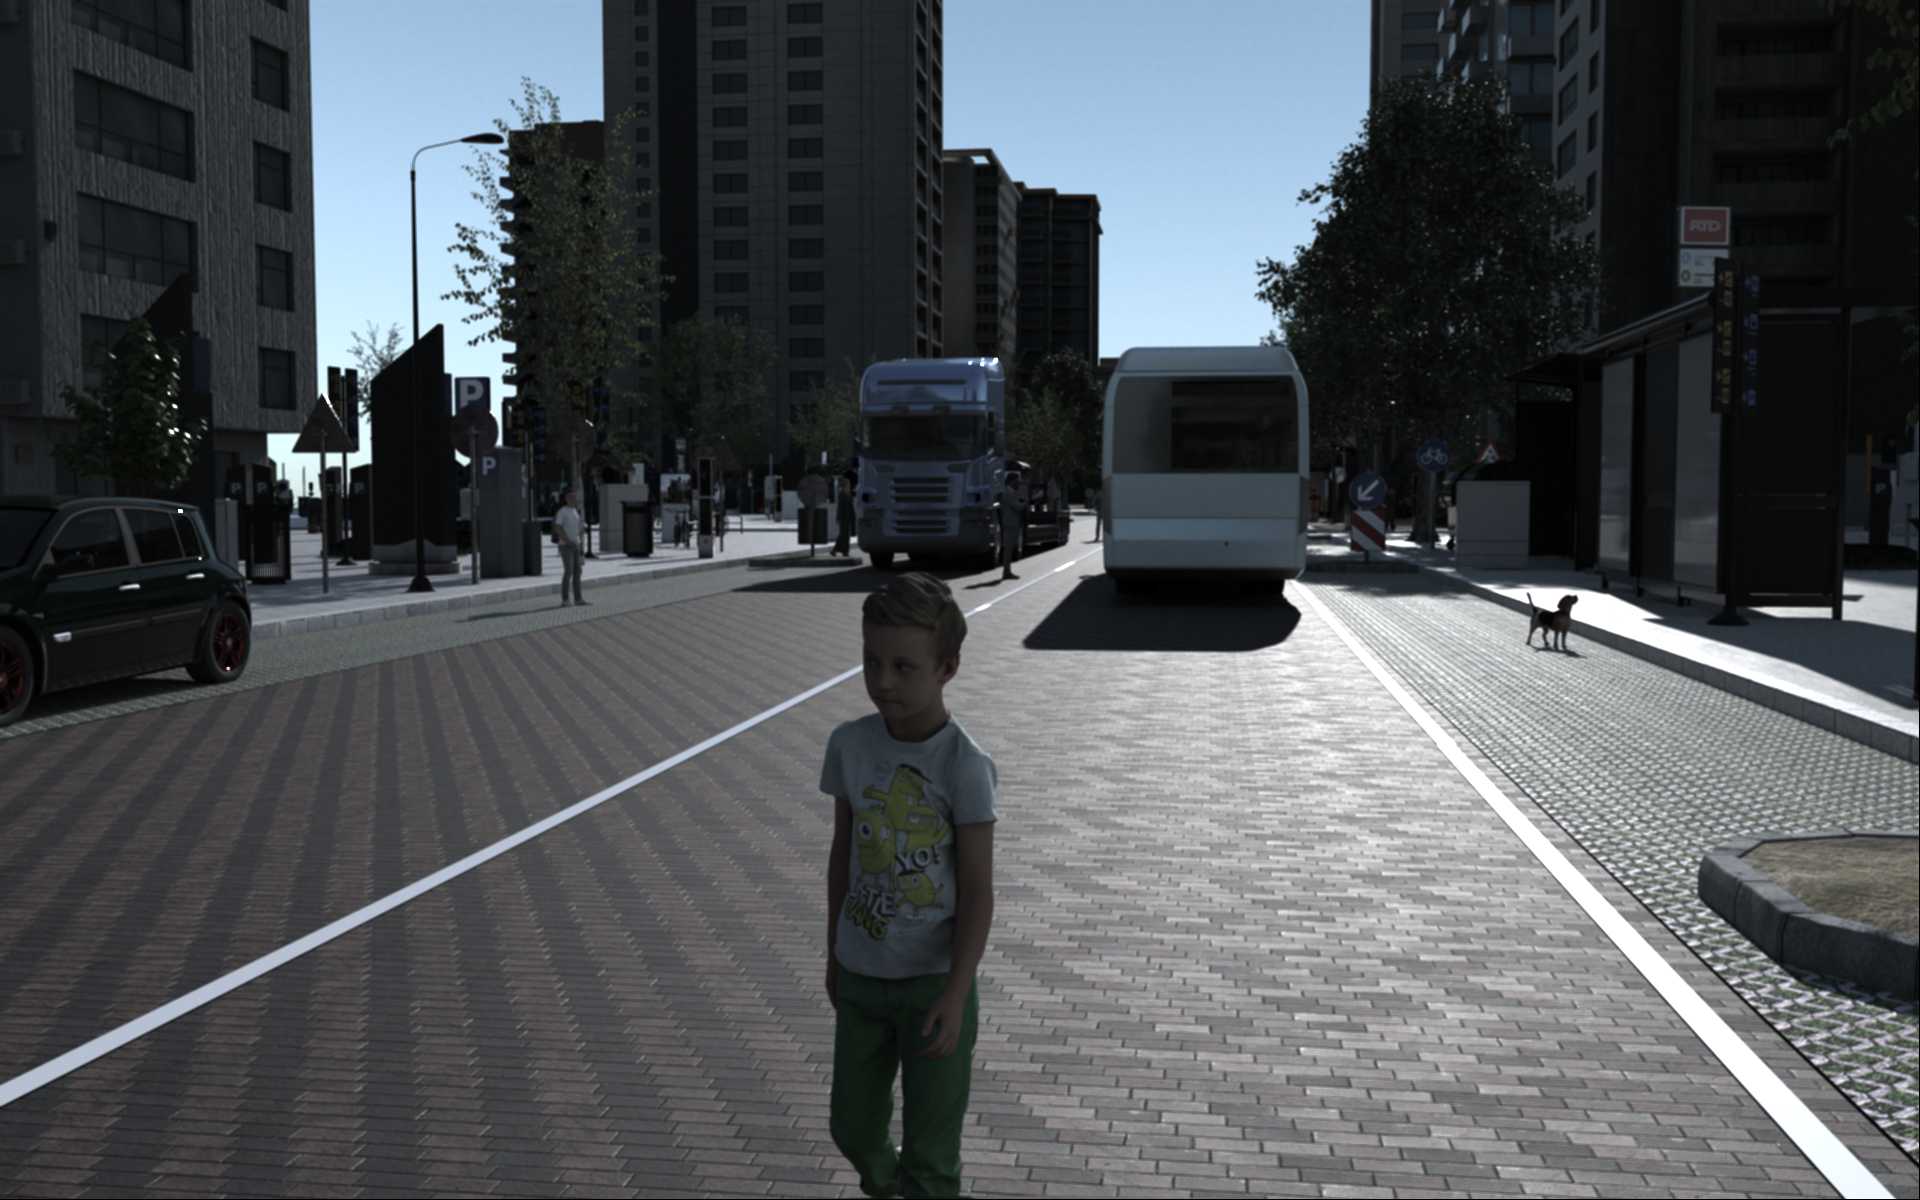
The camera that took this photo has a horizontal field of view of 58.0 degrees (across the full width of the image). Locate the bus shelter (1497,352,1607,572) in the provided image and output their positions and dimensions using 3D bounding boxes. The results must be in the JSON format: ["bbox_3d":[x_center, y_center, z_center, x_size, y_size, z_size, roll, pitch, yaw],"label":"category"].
[{"bbox_3d":[11.159,-2.467,31.620,1.731,3.624,6.357,1,4,8],"label":"bus shelter"}]

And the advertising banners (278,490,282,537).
[{"bbox_3d":[-21.086,-3.380,51.454,0.090,3.025,2.074,2,4,34],"label":"advertising banners"}]

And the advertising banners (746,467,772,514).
[{"bbox_3d":[-12.622,-6.979,110.300,2.074,3.025,0.090,0,4,4],"label":"advertising banners"}]

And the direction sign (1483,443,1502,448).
[{"bbox_3d":[23.703,-5.207,77.124,0.876,3.537,0.379,1,4,17],"label":"direction sign"}]

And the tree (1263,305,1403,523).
[{"bbox_3d":[16.615,-8.674,76.228,8.767,10.594,7.601,1,4,12],"label":"tree"}]

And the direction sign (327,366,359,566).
[{"bbox_3d":[-11.068,-2.395,31.158,0.379,3.537,0.876,1,4,14],"label":"direction sign"}]

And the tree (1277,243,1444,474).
[{"bbox_3d":[15.919,-8.704,68.073,9.928,11.665,9.643,0,3,0],"label":"tree"}]

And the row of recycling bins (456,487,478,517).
[{"bbox_3d":[-28.229,-5.421,95.743,3.534,1.692,1.069,0,4,2],"label":"row of recycling bins"}]

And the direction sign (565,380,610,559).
[{"bbox_3d":[-7.407,-2.601,34.526,0.876,3.537,0.379,0,4,0],"label":"direction sign"}]

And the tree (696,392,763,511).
[{"bbox_3d":[-17.440,-10.669,124.807,4.737,8.622,4.395,0,3,0],"label":"tree"}]

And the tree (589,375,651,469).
[{"bbox_3d":[-20.725,-9.531,106.199,4.737,8.622,4.395,0,3,0],"label":"tree"}]

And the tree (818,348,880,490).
[{"bbox_3d":[-4.868,-8.438,88.316,4.360,8.622,3.978,0,3,0],"label":"tree"}]

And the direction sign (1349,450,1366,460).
[{"bbox_3d":[20.398,-5.927,88.896,0.876,3.537,0.379,1,4,16],"label":"direction sign"}]

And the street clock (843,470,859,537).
[{"bbox_3d":[-3.251,-2.904,52.048,0.471,2.002,0.358,2,4,26],"label":"street clock"}]

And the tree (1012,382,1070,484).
[{"bbox_3d":[5.205,-10.046,114.613,4.360,8.622,3.978,0,3,0],"label":"tree"}]

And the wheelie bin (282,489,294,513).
[{"bbox_3d":[-45.892,-6.742,118.146,0.980,1.594,0.693,0,4,-5],"label":"wheelie bin"}]

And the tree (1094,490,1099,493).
[{"bbox_3d":[12.863,-10.657,168.841,1.663,3.219,1.824,0,3,0],"label":"tree"}]

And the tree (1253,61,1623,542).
[{"bbox_3d":[12.507,-7.895,46.095,9.611,12.733,9.660,0,3,0],"label":"tree"}]

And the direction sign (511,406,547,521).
[{"bbox_3d":[-11.168,-3.238,44.933,0.876,3.537,0.379,-1,4,-23],"label":"direction sign"}]

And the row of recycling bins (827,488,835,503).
[{"bbox_3d":[-8.236,-6.944,120.641,3.534,1.692,1.069,2,4,33],"label":"row of recycling bins"}]

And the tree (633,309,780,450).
[{"bbox_3d":[-14.136,-10.426,96.217,9.928,11.665,9.643,0,3,0],"label":"tree"}]

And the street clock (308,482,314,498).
[{"bbox_3d":[-40.104,-6.268,107.058,0.358,2.002,0.471,-1,4,-21],"label":"street clock"}]

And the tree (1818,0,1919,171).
[{"bbox_3d":[7.377,-3.729,11.328,4.737,8.622,4.395,0,3,0],"label":"tree"}]

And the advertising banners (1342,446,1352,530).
[{"bbox_3d":[13.979,-4.060,62.572,0.090,3.025,2.074,0,4,5],"label":"advertising banners"}]

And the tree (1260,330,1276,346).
[{"bbox_3d":[34.844,-21.190,202.344,12.611,20.169,13.585,0,3,0],"label":"tree"}]

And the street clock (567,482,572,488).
[{"bbox_3d":[-24.178,-6.311,107.748,0.358,2.002,0.471,2,4,24],"label":"street clock"}]

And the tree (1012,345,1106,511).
[{"bbox_3d":[8.166,-13.254,133.713,9.611,12.733,9.660,0,3,0],"label":"tree"}]

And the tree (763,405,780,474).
[{"bbox_3d":[-15.885,-11.143,132.557,4.737,8.622,4.395,0,3,0],"label":"tree"}]

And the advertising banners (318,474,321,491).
[{"bbox_3d":[-53.950,-9.314,148.475,2.074,3.025,0.090,0,4,-3],"label":"advertising banners"}]

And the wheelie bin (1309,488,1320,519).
[{"bbox_3d":[17.858,-4.868,87.500,0.693,1.594,0.980,1,4,14],"label":"wheelie bin"}]

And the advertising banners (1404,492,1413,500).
[{"bbox_3d":[32.619,-7.843,124.422,2.074,3.025,0.090,-2,4,-30],"label":"advertising banners"}]

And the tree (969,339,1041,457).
[{"bbox_3d":[1.392,-8.071,82.326,4.737,8.622,4.395,0,3,0],"label":"tree"}]

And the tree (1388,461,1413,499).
[{"bbox_3d":[25.530,-6.437,99.848,1.663,3.219,1.824,0,3,0],"label":"tree"}]

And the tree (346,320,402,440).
[{"bbox_3d":[-24.009,-7.529,73.463,4.360,8.622,3.978,0,3,0],"label":"tree"}]

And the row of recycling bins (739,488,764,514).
[{"bbox_3d":[-12.704,-6.497,113.331,3.534,1.692,1.069,-1,4,-19],"label":"row of recycling bins"}]

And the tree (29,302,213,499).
[{"bbox_3d":[-8.079,-1.389,17.309,1.663,3.219,1.824,0,3,0],"label":"tree"}]

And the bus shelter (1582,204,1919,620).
[{"bbox_3d":[9.279,-2.700,21.779,2.179,5.291,8.768,0,4,8],"label":"bus shelter"}]

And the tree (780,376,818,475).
[{"bbox_3d":[-8.415,-9.403,104.096,4.360,8.622,3.978,0,3,0],"label":"tree"}]

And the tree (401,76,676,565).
[{"bbox_3d":[-6.893,-4.917,30.761,4.360,8.622,3.978,0,3,0],"label":"tree"}]

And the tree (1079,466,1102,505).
[{"bbox_3d":[12.601,-10.846,161.044,4.285,4.588,4.351,0,3,0],"label":"tree"}]

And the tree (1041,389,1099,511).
[{"bbox_3d":[6.886,-10.422,120.765,4.737,8.622,4.395,0,3,0],"label":"tree"}]

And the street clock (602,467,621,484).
[{"bbox_3d":[-9.182,-2.514,45.666,0.471,2.002,0.358,2,4,30],"label":"street clock"}]

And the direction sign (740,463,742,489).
[{"bbox_3d":[-16.219,-8.341,128.379,0.379,3.537,0.876,-1,4,-18],"label":"direction sign"}]

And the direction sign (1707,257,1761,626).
[{"bbox_3d":[7.550,-1.524,16.915,0.876,3.537,0.379,-3,5,-40],"label":"direction sign"}]

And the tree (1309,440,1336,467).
[{"bbox_3d":[21.085,-9.547,106.455,4.737,8.622,4.395,0,3,0],"label":"tree"}]

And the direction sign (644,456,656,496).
[{"bbox_3d":[-18.552,-6.749,102.337,0.876,3.537,0.379,-1,4,-15],"label":"direction sign"}]
